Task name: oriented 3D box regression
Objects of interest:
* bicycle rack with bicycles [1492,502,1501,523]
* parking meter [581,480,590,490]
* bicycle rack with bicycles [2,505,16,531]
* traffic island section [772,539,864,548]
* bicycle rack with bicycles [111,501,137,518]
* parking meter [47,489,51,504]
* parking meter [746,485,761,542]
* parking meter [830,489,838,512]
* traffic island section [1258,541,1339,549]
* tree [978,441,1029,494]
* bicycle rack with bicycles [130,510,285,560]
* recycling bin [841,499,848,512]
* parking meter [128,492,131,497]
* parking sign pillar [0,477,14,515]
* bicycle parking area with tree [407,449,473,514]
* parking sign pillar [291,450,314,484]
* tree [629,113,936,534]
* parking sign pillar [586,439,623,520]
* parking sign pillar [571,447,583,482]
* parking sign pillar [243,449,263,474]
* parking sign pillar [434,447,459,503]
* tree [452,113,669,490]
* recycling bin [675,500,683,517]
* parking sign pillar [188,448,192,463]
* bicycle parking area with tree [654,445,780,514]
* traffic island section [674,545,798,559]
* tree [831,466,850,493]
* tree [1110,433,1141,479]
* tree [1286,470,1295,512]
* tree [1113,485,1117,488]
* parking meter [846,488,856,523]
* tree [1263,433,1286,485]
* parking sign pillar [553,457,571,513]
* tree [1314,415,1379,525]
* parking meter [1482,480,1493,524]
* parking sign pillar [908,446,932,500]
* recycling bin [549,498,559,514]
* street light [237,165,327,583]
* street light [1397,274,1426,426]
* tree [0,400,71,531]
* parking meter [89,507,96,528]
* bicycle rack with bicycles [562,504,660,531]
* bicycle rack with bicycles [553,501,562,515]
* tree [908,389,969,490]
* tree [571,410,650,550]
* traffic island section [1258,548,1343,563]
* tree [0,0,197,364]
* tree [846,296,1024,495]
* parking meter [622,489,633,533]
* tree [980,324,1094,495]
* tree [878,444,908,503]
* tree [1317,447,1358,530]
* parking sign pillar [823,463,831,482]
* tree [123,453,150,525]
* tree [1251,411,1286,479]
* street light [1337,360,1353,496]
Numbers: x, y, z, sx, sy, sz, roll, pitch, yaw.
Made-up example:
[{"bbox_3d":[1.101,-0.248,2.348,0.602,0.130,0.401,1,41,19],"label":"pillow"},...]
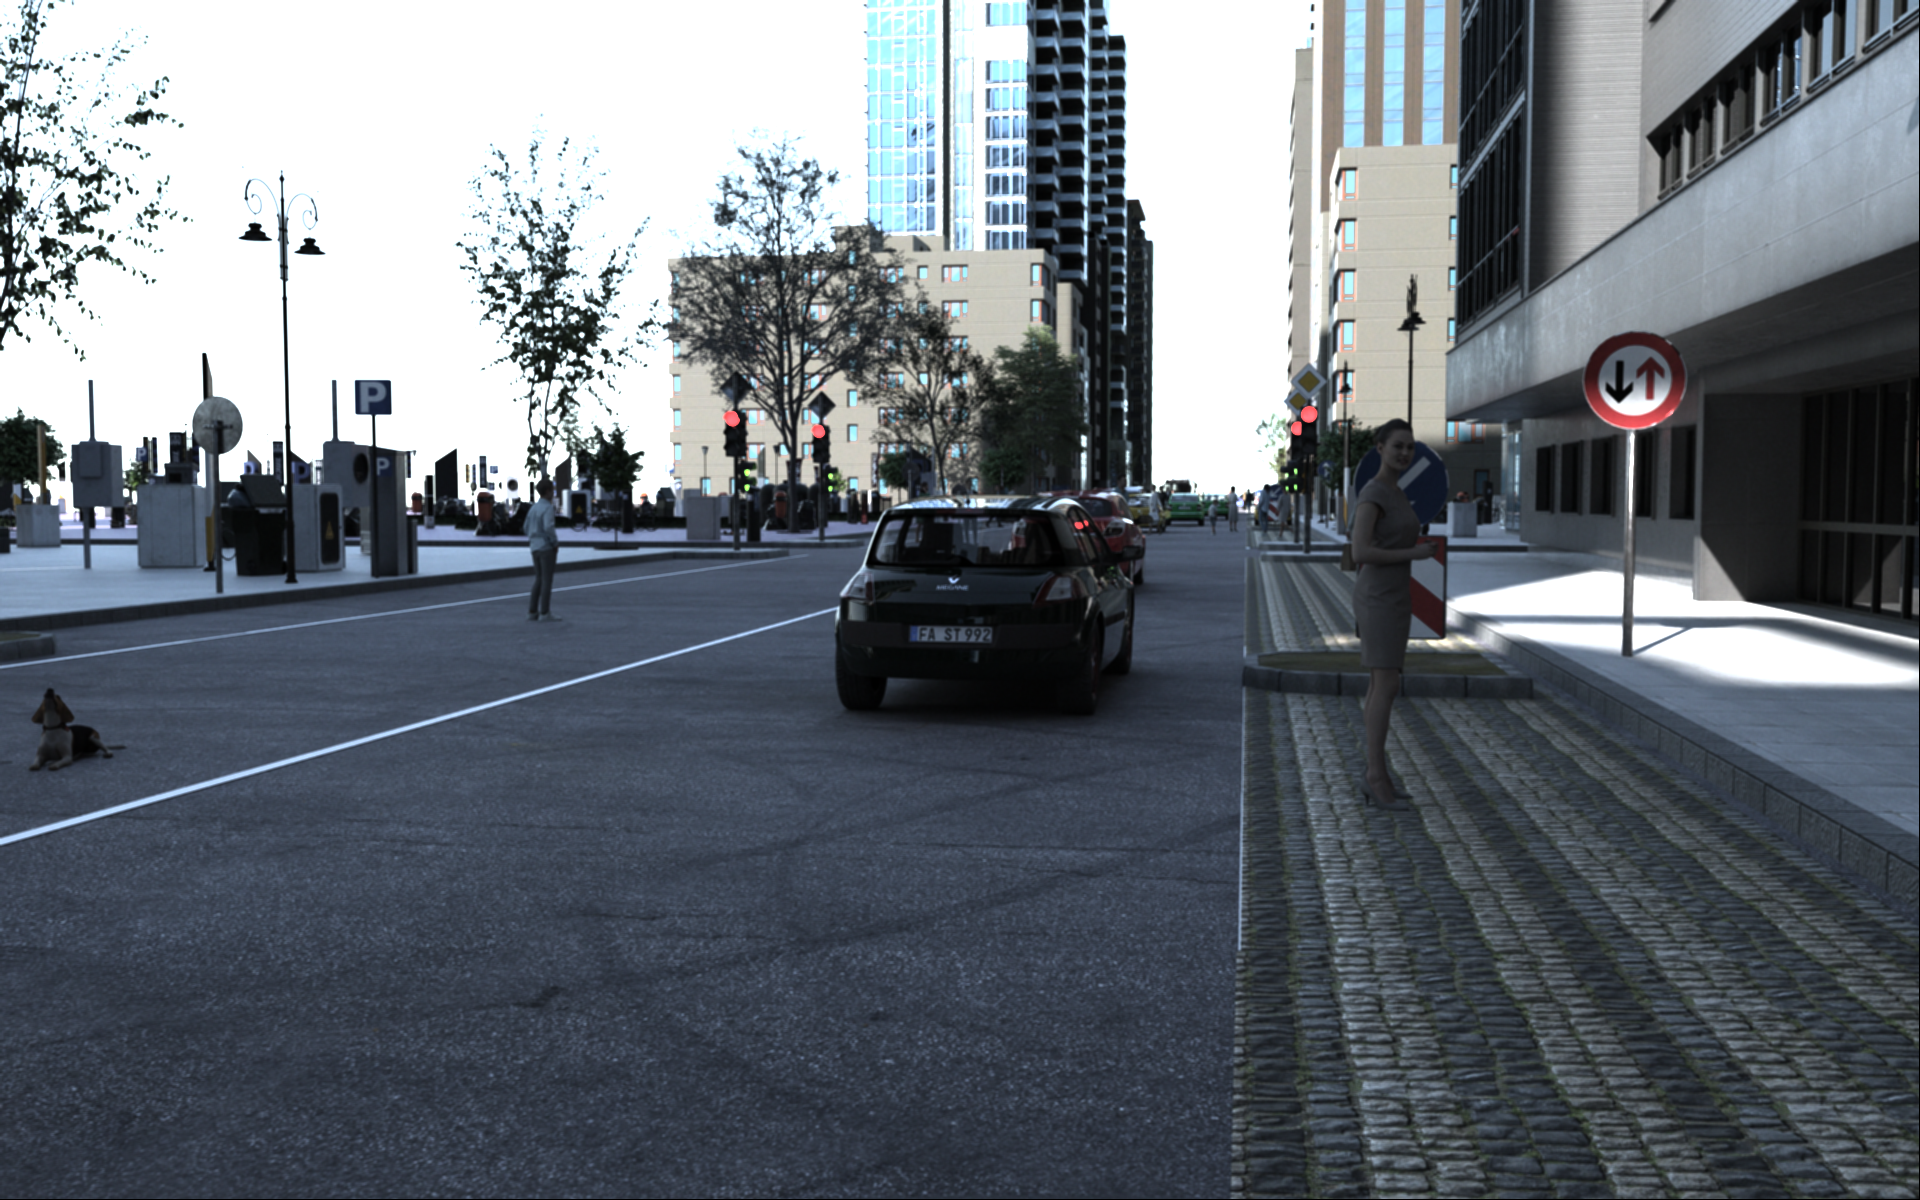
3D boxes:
[{"bbox_3d":[24.504,-3.848,76.294,2.925,0.926,2.852,-2,4,-33],"label":"bicycle rack with bicycles"},{"bbox_3d":[-15.591,-4.059,72.073,0.399,1.863,0.255,-1,4,-14],"label":"parking meter"},{"bbox_3d":[-31.653,-2.643,56.588,2.852,0.926,2.925,-1,4,-11],"label":"bicycle rack with bicycles"},{"bbox_3d":[-3.801,-1.535,47.374,2.009,0.180,2.903,1,4,9],"label":"traffic island section"},{"bbox_3d":[-43.569,-4.792,91.731,2.925,0.926,2.852,2,4,26],"label":"bicycle rack with bicycles"},{"bbox_3d":[-42.537,-4.420,80.681,0.372,1.533,0.369,0,3,0],"label":"parking meter"},{"bbox_3d":[-5.565,-2.340,46.665,0.372,1.533,0.369,0,3,0],"label":"parking meter"},{"bbox_3d":[-6.231,-4.730,85.750,0.372,1.533,0.369,0,3,0],"label":"parking meter"},{"bbox_3d":[8.818,-1.407,45.286,2.009,0.180,2.903,1,4,9],"label":"traffic island section"},{"bbox_3d":[2.673,-7.422,105.058,4.285,4.588,4.351,0,3,0],"label":"tree"},{"bbox_3d":[-13.595,-1.202,33.040,2.852,0.926,2.925,0,4,4],"label":"bicycle rack with bicycles"},{"bbox_3d":[-6.271,-5.092,95.808,0.722,1.027,0.722,-2,4,-33],"label":"recycling bin"},{"bbox_3d":[-59.026,-7.190,123.269,0.255,1.863,0.399,-1,4,-17],"label":"parking meter"},{"bbox_3d":[-45.962,-5.778,82.950,1.447,3.967,1.447,0,4,6],"label":"parking sign pillar"},{"bbox_3d":[-36.406,-7.730,113.387,9.016,4.147,8.231,-1,4,-23],"label":"bicycle parking area with tree"},{"bbox_3d":[-39.806,-7.104,104.618,1.447,3.967,1.447,3,4,38],"label":"parking sign pillar"},{"bbox_3d":[-5.563,-8.940,56.532,12.009,13.543,11.850,0,3,0],"label":"tree"},{"bbox_3d":[-16.247,-5.627,80.465,1.447,3.967,1.447,2,4,30],"label":"parking sign pillar"},{"bbox_3d":[-21.211,-6.811,99.830,1.447,3.967,1.447,3,5,41],"label":"parking sign pillar"},{"bbox_3d":[-41.844,-6.975,102.506,1.447,3.967,1.447,2,4,33],"label":"parking sign pillar"},{"bbox_3d":[-29.189,-6.727,98.460,1.447,3.967,1.447,-1,4,-13],"label":"parking sign pillar"},{"bbox_3d":[-8.162,-5.154,34.627,4.737,8.622,4.395,0,3,0],"label":"tree"},{"bbox_3d":[-12.744,-4.148,80.370,0.722,1.027,0.722,-3,5,-41],"label":"recycling bin"},{"bbox_3d":[-42.480,-6.503,94.792,1.447,3.967,1.447,-3,5,-40],"label":"parking sign pillar"},{"bbox_3d":[-13.188,-7.103,103.130,8.231,4.147,9.016,3,5,42],"label":"bicycle parking area with tree"},{"bbox_3d":[-5.106,-1.053,39.496,2.009,0.180,2.903,1,4,9],"label":"traffic island section"},{"bbox_3d":[-8.342,-7.568,118.345,1.663,3.219,1.824,0,3,0],"label":"tree"},{"bbox_3d":[18.425,-15.152,198.092,4.360,8.622,3.978,0,3,0],"label":"tree"},{"bbox_3d":[27.059,-9.026,142.173,1.663,3.219,1.824,0,3,0],"label":"tree"},{"bbox_3d":[17.918,-12.141,193.108,1.663,3.219,1.824,0,3,0],"label":"tree"},{"bbox_3d":[-4.788,-4.163,76.471,0.372,1.533,0.369,0,3,0],"label":"parking meter"},{"bbox_3d":[37.840,-15.398,202.123,4.737,8.622,4.395,0,3,0],"label":"tree"},{"bbox_3d":[-27.424,-8.013,119.483,1.447,3.967,1.447,-3,5,-45],"label":"parking sign pillar"},{"bbox_3d":[16.168,-5.379,71.667,4.285,4.588,4.351,0,3,0],"label":"tree"},{"bbox_3d":[22.697,-4.208,74.515,0.399,1.863,0.255,-1,4,-21],"label":"parking meter"},{"bbox_3d":[-2.214,-6.582,96.093,1.447,3.967,1.447,1,4,15],"label":"parking sign pillar"},{"bbox_3d":[-25.862,-5.942,109.704,0.722,1.027,0.722,1,4,14],"label":"recycling bin"},{"bbox_3d":[-9.649,-3.182,24.816,0.468,5.910,1.993,1,4,9],"label":"street light"},{"bbox_3d":[9.508,-3.903,36.597,0.468,5.910,1.993,1,4,9],"label":"street light"},{"bbox_3d":[-32.880,-4.717,60.834,4.285,4.588,4.351,0,3,0],"label":"tree"},{"bbox_3d":[-32.654,-3.459,64.966,0.372,1.533,0.369,0,3,0],"label":"parking meter"},{"bbox_3d":[-11.752,-2.869,60.291,2.925,0.926,2.852,1,4,16],"label":"bicycle rack with bicycles"},{"bbox_3d":[-21.060,-4.899,93.473,2.852,0.926,2.925,0,4,2],"label":"bicycle rack with bicycles"},{"bbox_3d":[-1.526,-10.418,120.701,4.360,8.622,3.978,0,3,0],"label":"tree"},{"bbox_3d":[-7.889,-2.776,39.982,1.663,3.219,1.824,0,3,0],"label":"tree"},{"bbox_3d":[7.513,-0.925,37.408,2.009,0.180,2.903,1,4,9],"label":"traffic island section"},{"bbox_3d":[-11.052,-4.234,19.591,4.360,8.622,3.978,0,3,0],"label":"tree"},{"bbox_3d":[-0.848,-8.967,81.019,8.767,10.594,7.601,-2,4,-31],"label":"tree"},{"bbox_3d":[-10.921,-2.964,56.869,0.372,1.533,0.369,0,3,0],"label":"parking meter"},{"bbox_3d":[5.045,-12.077,115.593,7.486,12.596,7.792,0,3,0],"label":"tree"},{"bbox_3d":[-3.865,-7.833,111.777,4.285,4.588,4.351,0,3,0],"label":"tree"},{"bbox_3d":[13.920,-4.139,62.269,1.663,3.219,1.824,0,3,0],"label":"tree"},{"bbox_3d":[-8.625,-7.516,111.365,1.447,3.967,1.447,1,4,9],"label":"parking sign pillar"},{"bbox_3d":[-33.746,-4.698,71.419,1.663,3.219,1.824,0,3,0],"label":"tree"},{"bbox_3d":[38.934,-17.340,209.259,9.928,11.665,9.643,0,3,0],"label":"tree"},{"bbox_3d":[13.275,-5.322,59.795,0.468,5.910,1.993,1,4,9],"label":"street light"}]
